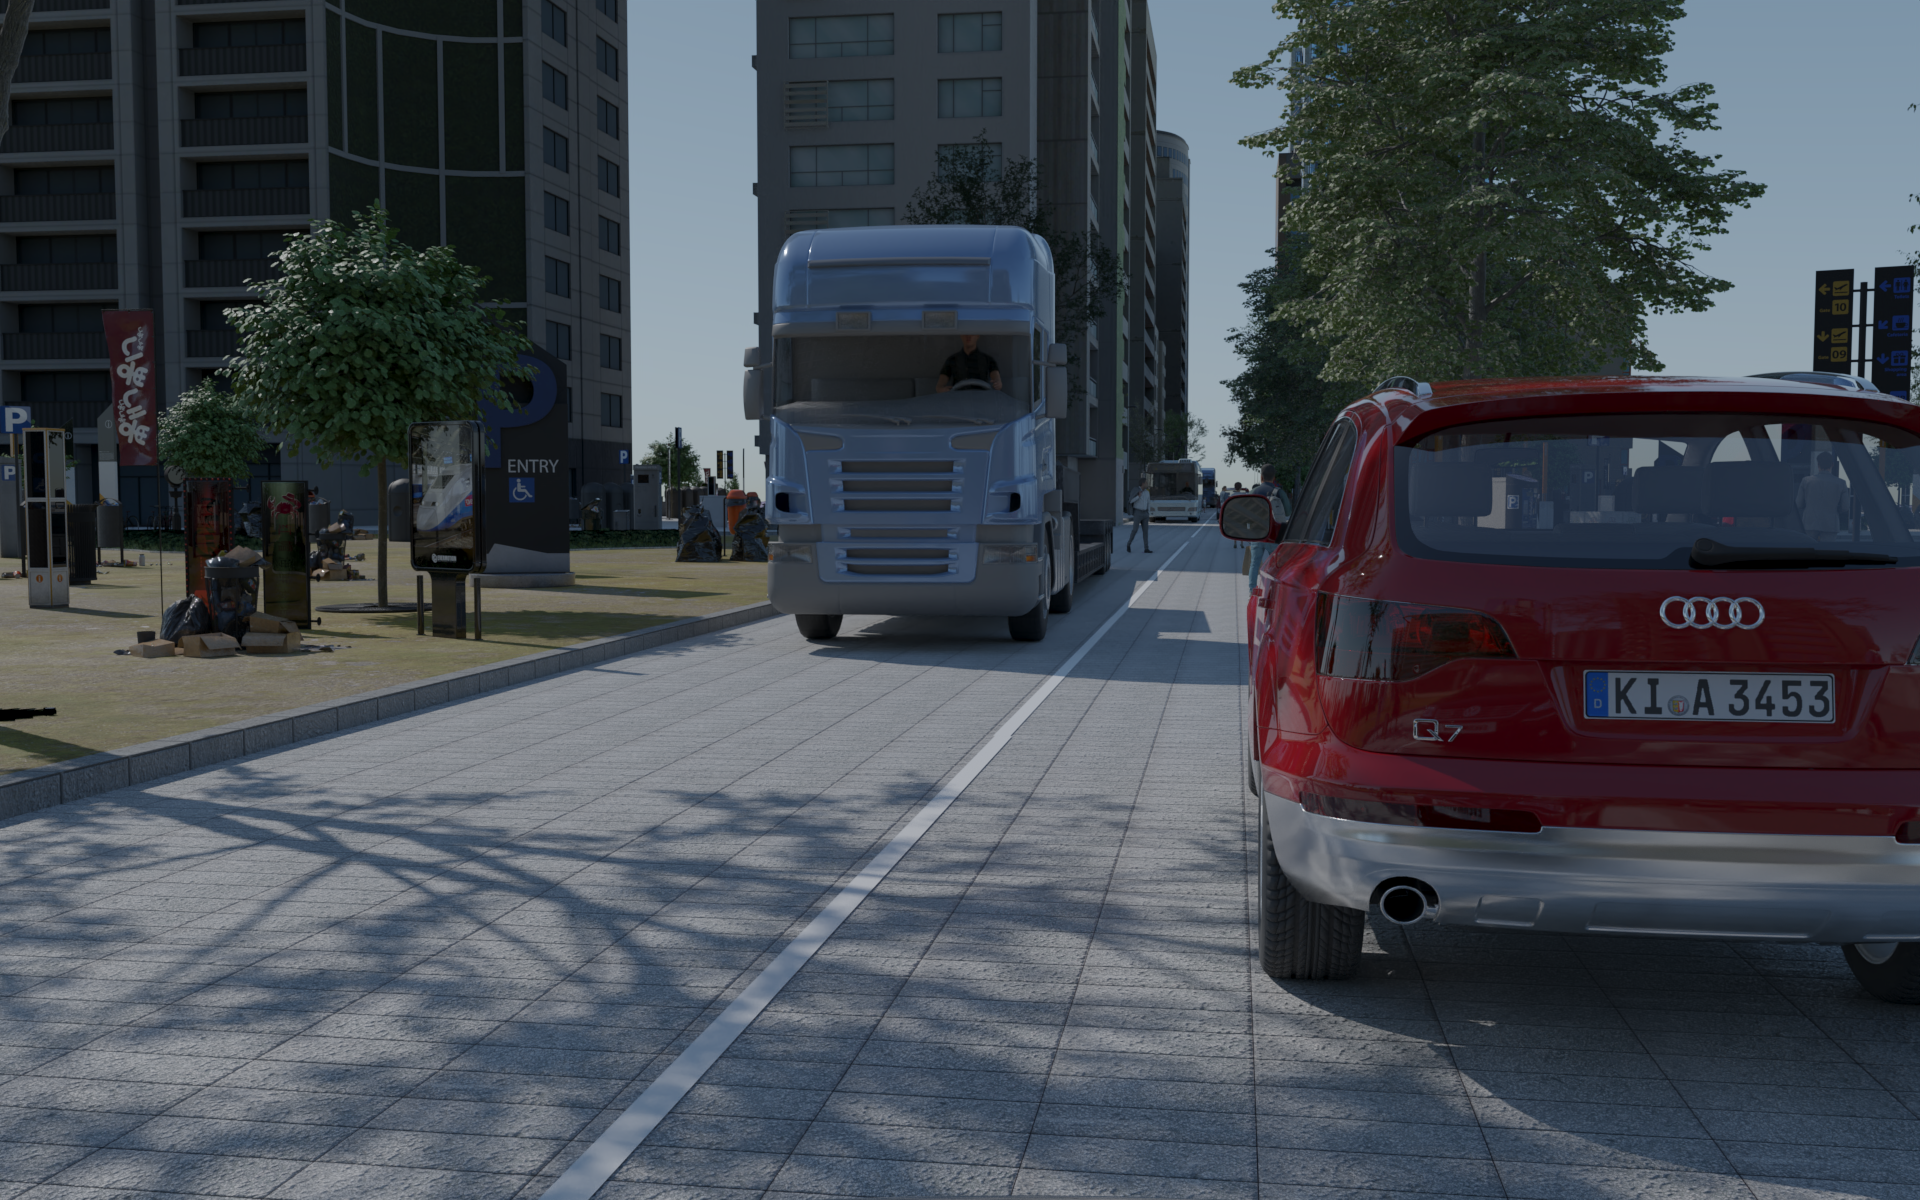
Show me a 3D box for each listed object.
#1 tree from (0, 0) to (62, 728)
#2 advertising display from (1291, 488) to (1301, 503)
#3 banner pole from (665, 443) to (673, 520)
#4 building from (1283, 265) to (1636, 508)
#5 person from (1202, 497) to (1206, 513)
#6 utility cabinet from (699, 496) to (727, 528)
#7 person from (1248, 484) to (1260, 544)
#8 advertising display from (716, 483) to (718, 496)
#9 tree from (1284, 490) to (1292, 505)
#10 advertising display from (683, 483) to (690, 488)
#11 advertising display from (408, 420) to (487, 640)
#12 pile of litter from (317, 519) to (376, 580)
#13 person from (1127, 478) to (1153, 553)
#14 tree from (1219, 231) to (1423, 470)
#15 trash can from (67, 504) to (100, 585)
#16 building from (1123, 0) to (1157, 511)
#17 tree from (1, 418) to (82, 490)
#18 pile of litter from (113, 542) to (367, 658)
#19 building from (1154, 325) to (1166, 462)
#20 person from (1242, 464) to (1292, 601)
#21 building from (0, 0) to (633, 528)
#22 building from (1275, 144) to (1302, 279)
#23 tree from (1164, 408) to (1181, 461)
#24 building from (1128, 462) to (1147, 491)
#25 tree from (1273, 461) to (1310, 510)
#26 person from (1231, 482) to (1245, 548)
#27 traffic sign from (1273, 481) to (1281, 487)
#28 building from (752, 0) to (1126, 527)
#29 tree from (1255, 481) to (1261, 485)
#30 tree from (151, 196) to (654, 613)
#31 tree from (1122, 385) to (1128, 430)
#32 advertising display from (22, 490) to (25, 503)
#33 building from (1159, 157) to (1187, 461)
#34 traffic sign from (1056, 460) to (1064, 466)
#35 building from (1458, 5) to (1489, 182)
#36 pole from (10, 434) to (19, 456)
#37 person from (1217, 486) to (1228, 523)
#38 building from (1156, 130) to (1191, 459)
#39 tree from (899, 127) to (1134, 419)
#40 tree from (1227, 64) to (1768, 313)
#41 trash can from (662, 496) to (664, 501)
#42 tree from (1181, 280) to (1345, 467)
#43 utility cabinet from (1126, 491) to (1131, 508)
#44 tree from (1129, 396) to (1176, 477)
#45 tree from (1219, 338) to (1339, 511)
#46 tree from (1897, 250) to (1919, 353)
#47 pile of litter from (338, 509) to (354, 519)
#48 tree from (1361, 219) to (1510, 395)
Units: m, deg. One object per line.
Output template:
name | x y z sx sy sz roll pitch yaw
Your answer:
tree | -5.732 -5.129 9.610 9.928 11.665 9.643 0 3 0
advertising display | 24.758 -7.434 126.760 0.974 1.923 0.123 1 4 11
banner pole | -14.313 -5.829 85.325 0.401 3.779 0.863 -1 4 -15
building | 43.594 -19.119 157.641 27.650 21.520 28.899 1 4 9
person | 18.544 -7.223 131.612 0.382 1.210 0.505 2 4 25
utility cabinet | -9.472 -3.389 66.566 1.020 1.237 0.306 1 4 8
person | 8.341 -2.442 49.272 0.643 1.720 0.563 -2 4 -24
advertising display | -14.691 -6.000 103.321 0.123 1.923 0.974 1 4 19
tree | 26.033 -8.707 136.957 1.663 3.219 1.824 0 3 0
advertising display | -16.257 -5.868 101.154 0.974 1.923 0.123 0 4 -8
advertising display | -4.566 -0.625 15.428 0.974 1.923 0.123 3 4 38
pile of litter | -9.578 -0.735 25.986 1.719 0.858 1.176 3 5 40
person | 4.359 -2.056 42.220 0.679 1.850 0.850 -2 4 -35
tree | 15.116 -9.921 68.870 9.857 13.997 8.962 0 3 0
trash can | -12.562 -0.786 24.504 0.748 1.137 0.748 0 3 0
building | 7.523 -33.146 165.638 21.300 48.544 21.600 1 4 9
tree | -23.811 -3.052 44.503 1.663 3.219 1.824 0 3 0
pile of litter | -5.888 -0.006 14.061 1.719 0.858 1.176 0 4 -1
building | 8.294 -21.226 192.079 27.650 21.520 28.899 1 4 9
person | 3.968 -0.867 22.662 0.794 1.824 0.713 3 5 39
building | -27.607 -38.863 73.663 20.611 71.187 20.563 1 4 9
building | 47.261 -34.914 220.948 14.600 45.320 14.200 1 4 9
tree | 26.073 -17.331 209.114 9.928 11.665 9.643 0 3 0
building | 5.883 -43.146 143.682 20.563 71.187 20.611 1 4 9
tree | 25.120 -9.148 133.276 4.285 4.588 4.351 0 3 0
person | 7.399 -2.243 45.745 0.480 1.755 0.524 1 4 21
traffic sign | 23.746 -7.910 129.433 0.768 2.556 0.104 1 4 17
building | -0.315 -23.917 74.640 14.154 41.232 14.086 1 4 9
tree | 43.131 -15.591 249.518 1.663 3.219 1.824 0 3 0
tree | -6.378 -2.166 19.130 4.285 4.588 4.351 0 3 0
tree | 7.633 -8.981 97.195 4.737 8.622 4.395 0 3 0
advertising display | -35.790 -3.675 65.302 0.123 1.923 0.974 3 5 43
building | 21.899 -38.478 252.810 21.300 48.544 21.600 1 4 9
traffic sign | 3.308 -3.474 58.991 0.795 2.593 0.064 1 4 9
building | 46.005 -53.471 186.914 22.319 86.520 31.000 1 4 9
pole | -26.667 -3.367 48.901 0.158 3.312 0.155 0 3 0
person | 12.298 -4.430 80.954 0.654 1.822 0.581 -1 4 -12
building | 25.701 -44.968 277.226 21.231 58.520 28.212 1 4 9
tree | -0.047 -6.755 44.863 8.767 10.594 7.601 -1 4 -14
tree | 7.990 -6.613 26.245 7.486 12.596 7.792 0 3 0
trash can | -20.392 -6.453 117.164 0.748 1.137 0.748 0 3 0
tree | 16.780 -9.544 81.797 9.928 11.665 9.643 0 3 0
utility cabinet | 11.833 -6.654 117.463 0.318 1.500 1.173 -3 5 -43
tree | 13.916 -10.997 130.166 4.360 8.622 3.978 0 3 0
tree | 20.609 -11.555 105.929 9.611 12.733 9.660 0 3 0
tree | 24.131 -5.493 40.175 4.737 8.622 4.395 0 3 0
pile of litter | -17.008 -2.126 48.719 1.176 0.858 1.719 0 4 6
tree | 11.599 -5.681 43.247 4.360 8.622 3.978 0 3 0
